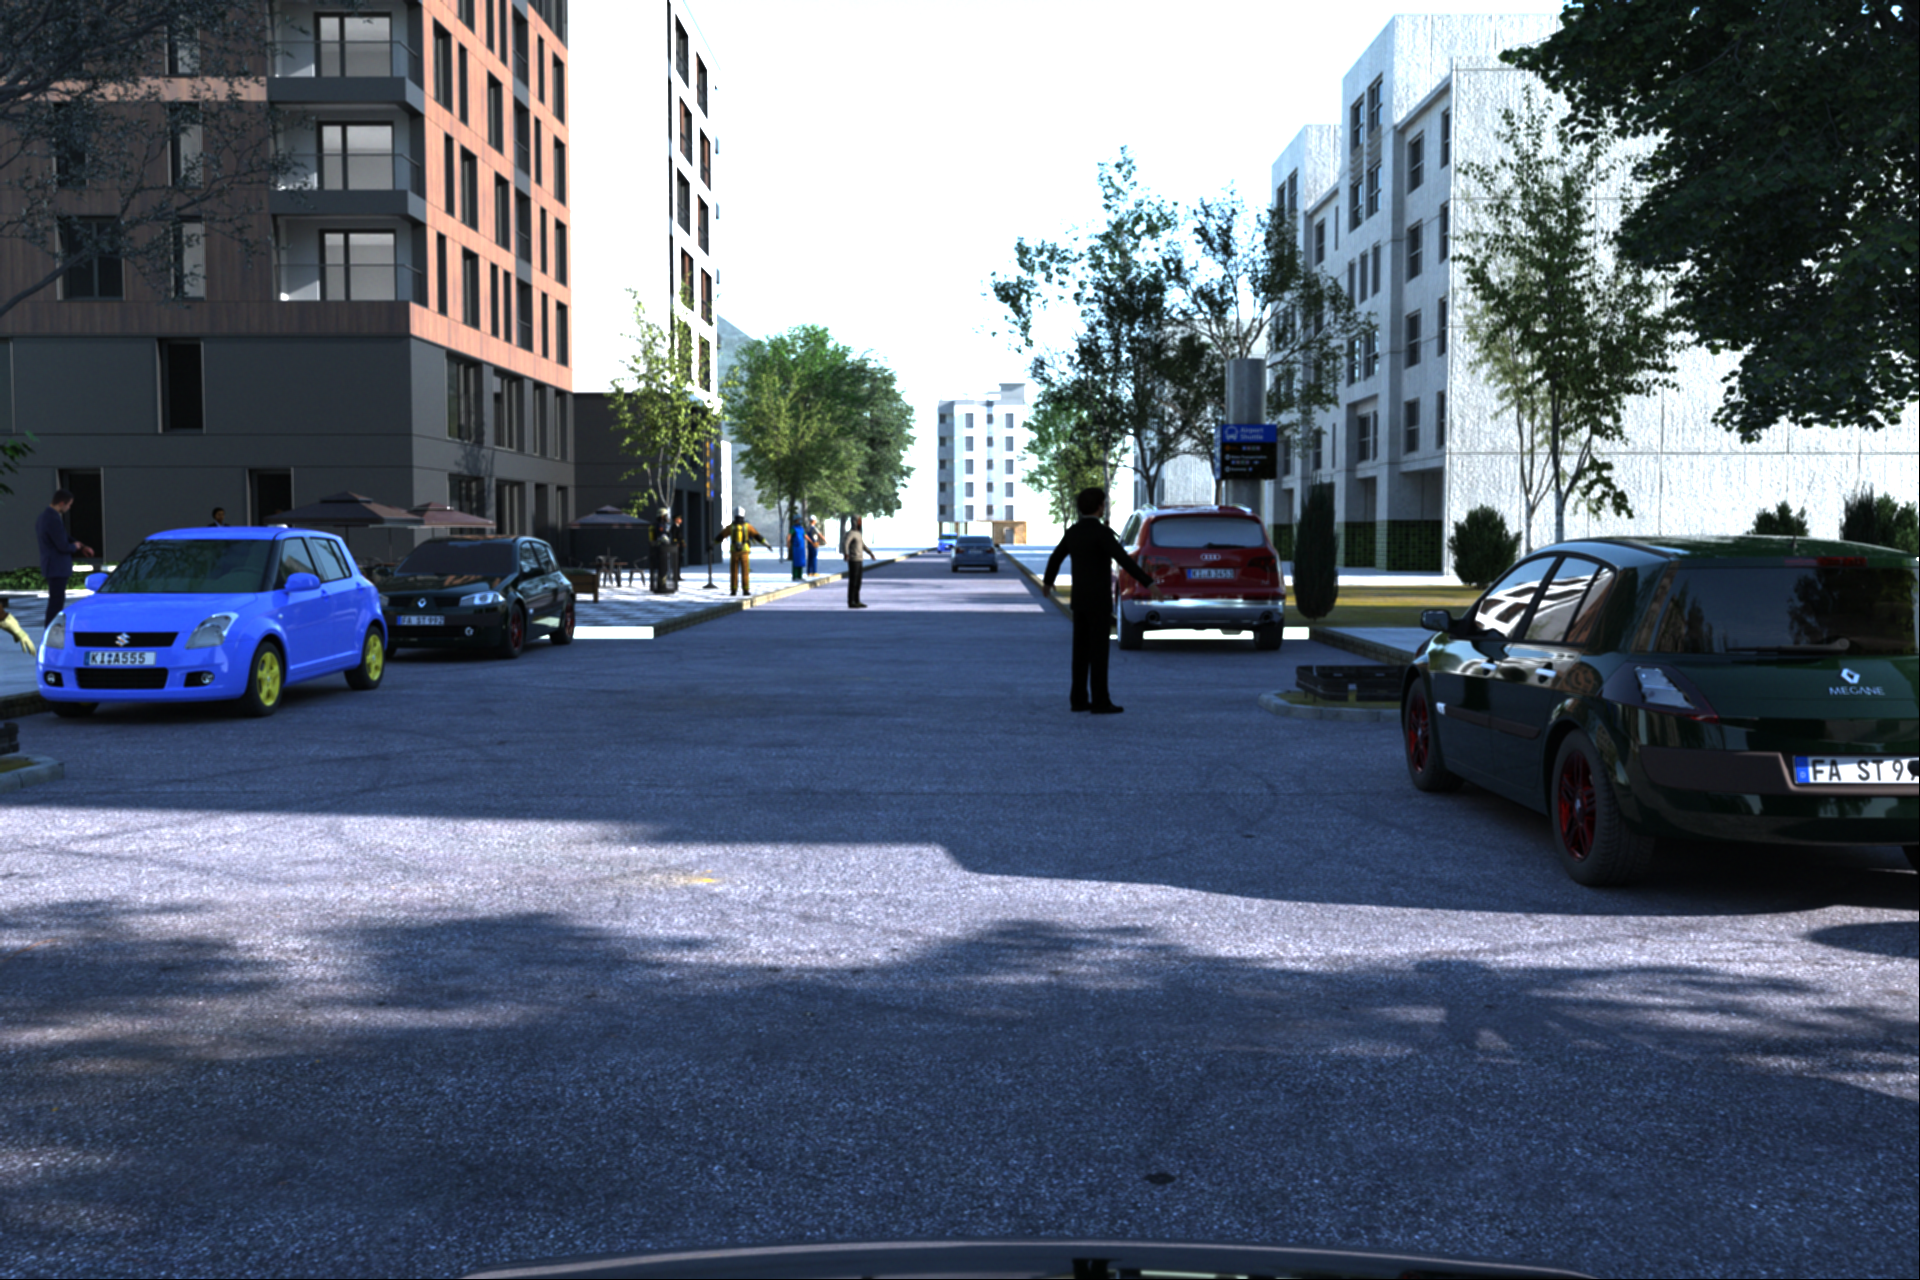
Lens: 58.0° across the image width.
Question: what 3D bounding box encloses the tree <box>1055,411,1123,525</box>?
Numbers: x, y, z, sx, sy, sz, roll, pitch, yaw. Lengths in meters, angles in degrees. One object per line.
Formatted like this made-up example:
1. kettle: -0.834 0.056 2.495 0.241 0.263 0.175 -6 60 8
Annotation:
1. tree: 7.801 -9.201 100.800 4.737 8.622 4.395 0 3 0

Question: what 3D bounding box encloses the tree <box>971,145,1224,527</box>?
1. tree: 6.941 -14.146 87.169 12.611 20.169 13.585 0 3 0

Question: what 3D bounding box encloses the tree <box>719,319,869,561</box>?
1. tree: -7.988 -9.630 83.213 9.928 11.665 9.643 0 3 0

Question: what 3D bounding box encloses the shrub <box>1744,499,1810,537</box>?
1. shrub: 18.690 -2.168 39.493 1.661 2.075 1.752 0 3 0

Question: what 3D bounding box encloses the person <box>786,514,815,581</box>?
1. person: -4.383 -2.508 47.127 0.704 1.817 1.347 2 4 28

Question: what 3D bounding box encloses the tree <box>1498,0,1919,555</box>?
1. tree: 9.660 -6.727 16.637 9.857 13.997 8.962 0 3 0

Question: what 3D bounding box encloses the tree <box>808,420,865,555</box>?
1. tree: -7.425 -9.473 105.242 4.360 8.622 3.978 0 3 0

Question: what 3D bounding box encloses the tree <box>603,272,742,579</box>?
1. tree: -8.338 -6.057 49.392 4.737 8.622 4.395 0 3 0

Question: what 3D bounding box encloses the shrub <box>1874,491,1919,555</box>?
1. shrub: 17.041 -1.700 31.835 1.661 2.075 1.752 0 3 0

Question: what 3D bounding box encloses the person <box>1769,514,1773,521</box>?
1. person: 21.179 -2.414 45.608 0.704 1.843 1.345 2 4 29

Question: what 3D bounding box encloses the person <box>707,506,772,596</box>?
1. person: -4.589 -1.854 36.075 1.354 1.858 0.705 0 4 -3

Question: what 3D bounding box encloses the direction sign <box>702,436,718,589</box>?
1. direction sign: -5.858 -2.968 40.529 0.379 3.537 0.876 0 4 2

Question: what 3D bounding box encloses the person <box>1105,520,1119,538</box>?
1. person: 5.281 -3.431 62.363 1.348 1.796 0.705 -1 4 -12

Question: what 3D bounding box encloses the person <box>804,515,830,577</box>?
1. person: -4.441 -2.842 52.320 1.347 1.847 0.705 3 5 45

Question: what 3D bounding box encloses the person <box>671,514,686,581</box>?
1. person: -7.660 -2.516 47.069 0.705 1.837 1.347 0 4 1

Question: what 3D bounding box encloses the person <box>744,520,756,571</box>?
1. person: -7.335 -3.272 59.964 0.721 1.772 1.216 -2 4 -28

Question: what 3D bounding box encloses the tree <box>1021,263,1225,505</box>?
1. tree: 6.592 -7.648 59.453 8.767 10.594 7.601 -2 4 -31

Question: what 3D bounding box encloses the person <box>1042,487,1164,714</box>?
1. person: 1.082 -0.323 13.932 0.705 1.806 1.347 -3 5 -39

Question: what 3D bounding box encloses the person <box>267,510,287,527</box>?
1. person: -14.626 -1.901 37.270 1.347 1.806 0.705 2 4 24

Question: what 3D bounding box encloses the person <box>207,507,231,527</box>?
1. person: -12.774 -1.423 29.982 1.216 1.740 0.721 -3 5 -42

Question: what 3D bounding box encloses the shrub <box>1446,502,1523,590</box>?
1. shrub: 12.160 -2.187 40.178 1.690 2.028 1.600 0 3 0

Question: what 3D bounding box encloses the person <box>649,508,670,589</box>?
1. person: -6.602 -2.008 38.605 0.705 1.856 1.354 -1 4 -16

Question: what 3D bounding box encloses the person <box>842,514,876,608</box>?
1. person: -2.004 -1.532 33.626 0.705 1.813 1.348 1 4 21

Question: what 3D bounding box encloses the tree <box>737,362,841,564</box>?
1. tree: -7.522 -7.626 75.051 4.737 8.622 4.395 0 3 0

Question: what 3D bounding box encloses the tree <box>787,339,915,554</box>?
1. tree: -7.821 -12.700 114.301 9.857 13.997 8.962 0 3 0

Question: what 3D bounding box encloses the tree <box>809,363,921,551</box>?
1. tree: -7.619 -13.598 128.986 9.857 13.997 8.962 0 3 0

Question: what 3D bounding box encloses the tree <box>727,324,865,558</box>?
1. tree: -8.847 -10.750 93.884 7.486 12.596 7.792 0 3 0

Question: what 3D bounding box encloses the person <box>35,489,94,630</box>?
1. person: -9.717 -0.755 18.834 0.568 1.767 0.683 -3 5 -42

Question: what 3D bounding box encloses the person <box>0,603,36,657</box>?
1. person: -4.691 0.075 7.361 1.346 1.812 0.704 -1 4 -13

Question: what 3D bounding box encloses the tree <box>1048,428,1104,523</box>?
1. tree: 8.114 -10.215 117.371 4.737 8.622 4.395 0 3 0
